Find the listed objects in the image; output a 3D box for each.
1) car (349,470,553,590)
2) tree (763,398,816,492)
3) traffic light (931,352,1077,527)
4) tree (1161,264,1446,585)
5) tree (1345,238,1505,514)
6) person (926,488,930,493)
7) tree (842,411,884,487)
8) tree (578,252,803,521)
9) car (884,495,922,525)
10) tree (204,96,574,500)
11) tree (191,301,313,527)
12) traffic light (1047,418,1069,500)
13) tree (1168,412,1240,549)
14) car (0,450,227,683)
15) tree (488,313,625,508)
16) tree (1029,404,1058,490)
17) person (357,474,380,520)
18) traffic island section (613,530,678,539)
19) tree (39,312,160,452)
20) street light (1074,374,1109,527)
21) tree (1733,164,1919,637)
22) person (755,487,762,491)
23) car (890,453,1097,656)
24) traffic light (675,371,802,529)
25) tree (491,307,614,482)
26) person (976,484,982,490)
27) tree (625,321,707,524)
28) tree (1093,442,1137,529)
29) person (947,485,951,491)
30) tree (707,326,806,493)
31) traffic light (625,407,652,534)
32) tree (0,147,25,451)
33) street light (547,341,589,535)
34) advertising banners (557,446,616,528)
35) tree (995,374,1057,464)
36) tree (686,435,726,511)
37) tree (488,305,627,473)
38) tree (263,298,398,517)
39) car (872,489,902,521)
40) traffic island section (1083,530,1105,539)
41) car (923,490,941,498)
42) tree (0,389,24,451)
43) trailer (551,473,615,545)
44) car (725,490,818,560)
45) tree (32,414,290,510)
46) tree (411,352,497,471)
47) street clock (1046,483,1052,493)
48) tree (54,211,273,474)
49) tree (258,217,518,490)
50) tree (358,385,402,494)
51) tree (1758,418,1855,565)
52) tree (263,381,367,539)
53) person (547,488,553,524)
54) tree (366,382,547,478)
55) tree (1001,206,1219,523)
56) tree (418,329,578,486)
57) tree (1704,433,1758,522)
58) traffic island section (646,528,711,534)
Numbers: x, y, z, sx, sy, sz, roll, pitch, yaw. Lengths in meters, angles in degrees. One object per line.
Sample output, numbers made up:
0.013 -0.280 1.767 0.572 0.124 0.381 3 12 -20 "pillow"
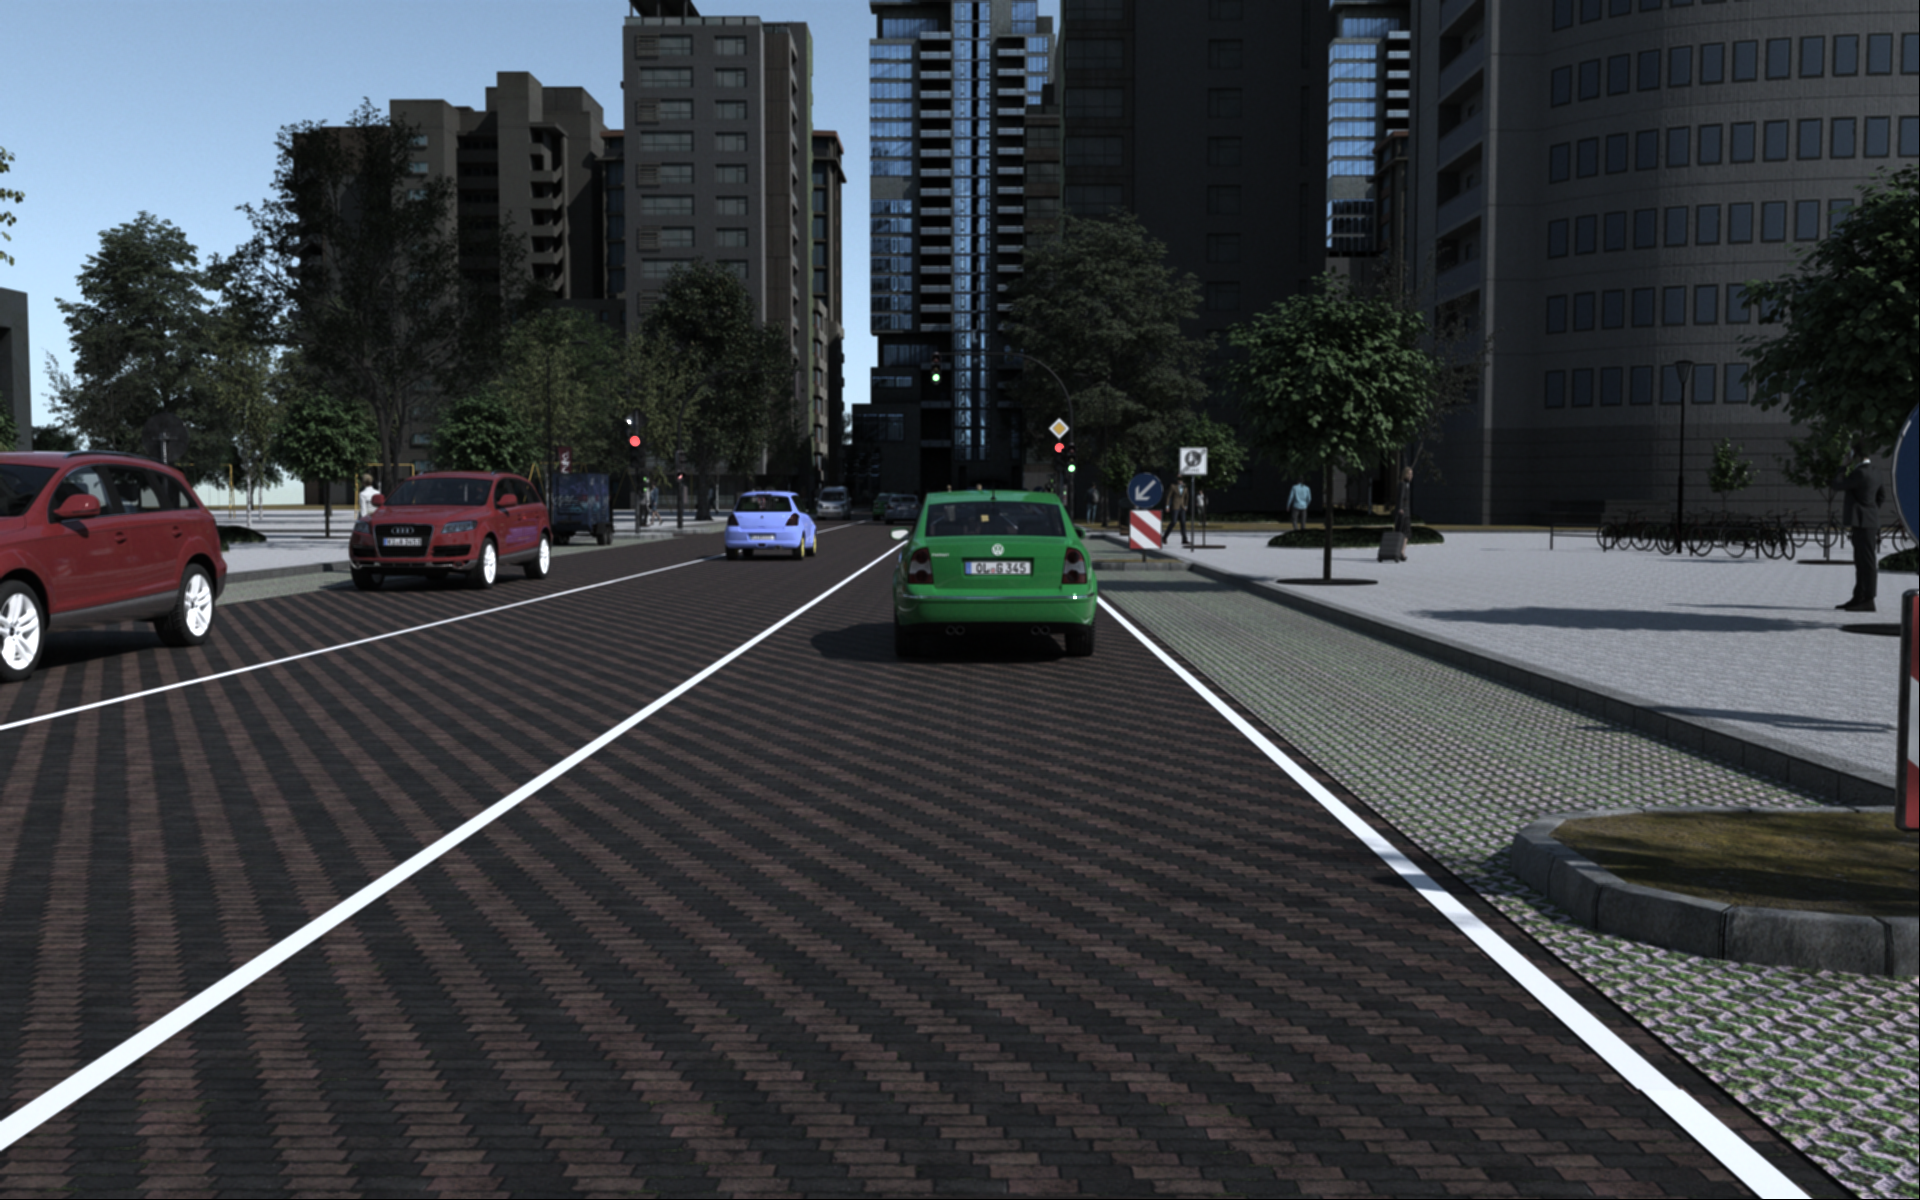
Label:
-8.025 -1.163 27.687 2.281 1.827 5.304 0 4 1 "car"
-12.466 -10.734 125.866 4.737 8.622 4.395 0 3 0 "tree"
1.454 -4.956 55.703 4.771 5.953 1.251 0 4 1 "traffic light"
5.219 -2.518 24.878 4.285 4.588 4.351 0 3 0 "tree"
13.224 -6.108 50.224 4.360 8.622 3.978 0 3 0 "tree"
-1.926 -6.039 107.578 0.721 1.781 0.623 -2 4 -31 "person"
-12.272 -15.461 187.195 8.767 10.594 7.601 0 4 0 "tree"
-12.276 -10.111 82.318 9.611 12.733 9.660 0 3 0 "tree"
-2.596 -4.268 81.778 2.014 1.417 4.499 0 4 1 "car"
-13.234 -6.470 40.203 8.767 10.594 7.601 -1 4 -13 "tree"
-27.196 -7.113 66.664 4.737 8.622 4.395 0 3 0 "tree"
3.630 -4.580 63.807 0.839 4.253 0.868 0 4 1 "traffic light"
5.683 -2.843 41.077 1.663 3.219 1.824 0 3 0 "tree"
-8.170 -0.375 14.813 2.281 1.827 5.304 0 4 0 "car"
-16.194 -7.175 67.673 4.737 8.622 4.395 0 3 0 "tree"
6.916 -10.423 120.784 4.360 8.622 3.978 0 3 0 "tree"
-10.588 -1.371 31.141 0.478 1.798 0.641 -3 5 -43 "person"
-10.454 -2.068 56.086 2.009 0.180 2.903 0 4 1 "traffic island section"
-34.206 -7.260 69.061 4.360 8.622 3.978 0 3 0 "tree"
5.074 -5.769 66.857 1.470 5.913 1.316 0 4 1 "street light"
9.006 -1.965 15.848 4.285 4.588 4.351 0 3 0 "tree"
-7.956 -3.662 69.210 0.643 1.720 0.563 -2 4 -30 "person"
0.285 -0.482 16.669 1.959 1.807 4.718 0 4 -1 "car"
-8.238 -5.461 63.949 4.771 5.953 1.251 0 4 1 "traffic light"
-24.646 -11.423 104.892 7.486 12.596 7.792 0 3 0 "tree"
0.678 -3.373 63.860 0.699 1.804 1.509 0 4 -4 "person"
-13.245 -7.596 74.552 4.737 8.622 4.395 0 3 0 "tree"
5.806 -4.293 64.790 1.663 3.219 1.824 0 3 0 "tree"
-0.417 -3.799 70.841 0.478 1.798 0.641 0 4 3 "person"
-12.448 -10.627 99.501 9.928 11.665 9.643 0 3 0 "tree"
-10.414 -4.100 55.951 0.839 4.253 0.868 0 4 1 "traffic light"
-13.544 -4.345 21.395 4.737 8.622 4.395 0 3 0 "tree"
-11.932 -4.896 52.584 1.470 5.913 1.316 0 4 1 "street light"
-13.687 -4.115 63.466 2.074 3.025 0.090 0 4 -2 "advertising banners"
6.266 -10.800 110.999 8.767 10.594 7.601 1 4 9 "tree"
-18.734 -11.105 131.925 4.360 8.622 3.978 0 3 0 "tree"
-21.829 -10.306 94.265 9.928 11.665 9.643 0 3 0 "tree"
-35.715 -11.027 98.423 7.486 12.596 7.792 0 3 0 "tree"
-3.734 -5.163 93.216 1.959 1.807 4.718 0 4 0 "car"
3.587 -2.058 55.936 2.009 0.180 2.903 0 4 1 "traffic island section"
-2.690 -10.520 180.678 2.281 1.827 5.304 0 4 1 "car"
-25.800 -3.714 44.430 4.285 4.588 4.351 0 3 0 "tree"
-10.525 -2.477 47.541 1.471 1.999 3.904 0 4 1 "trailer"
-4.188 -1.782 38.728 1.945 1.707 3.694 0 4 1 "car"
-60.210 -10.193 129.561 11.467 7.101 20.602 1 4 16 "tree"
-24.668 -8.272 85.613 4.360 8.622 3.978 0 3 0 "tree"
5.954 -6.777 115.378 0.471 2.002 0.358 -1 4 -14 "street clock"
-35.605 -10.487 78.115 9.857 13.997 8.962 0 3 0 "tree"
-24.443 -10.057 74.810 12.009 13.543 11.850 0 3 0 "tree"
-35.997 -9.556 106.600 4.737 8.622 4.395 0 3 0 "tree"
16.110 -2.281 31.898 1.663 3.219 1.824 0 3 0 "tree"
-18.345 -4.068 50.230 4.285 4.588 4.351 0 3 0 "tree"
-12.748 -2.780 54.095 0.503 1.515 0.523 3 4 37 "person"
-13.652 -4.023 49.491 4.285 4.588 4.351 0 3 0 "tree"
6.471 -10.408 76.825 9.857 13.997 8.962 0 3 0 "tree"
-31.841 -12.233 117.023 9.611 12.733 9.660 0 3 0 "tree"
23.736 -3.629 53.942 1.663 3.219 1.824 0 3 0 "tree"
-10.371 -2.556 64.071 2.009 0.180 2.903 0 4 1 "traffic island section"
